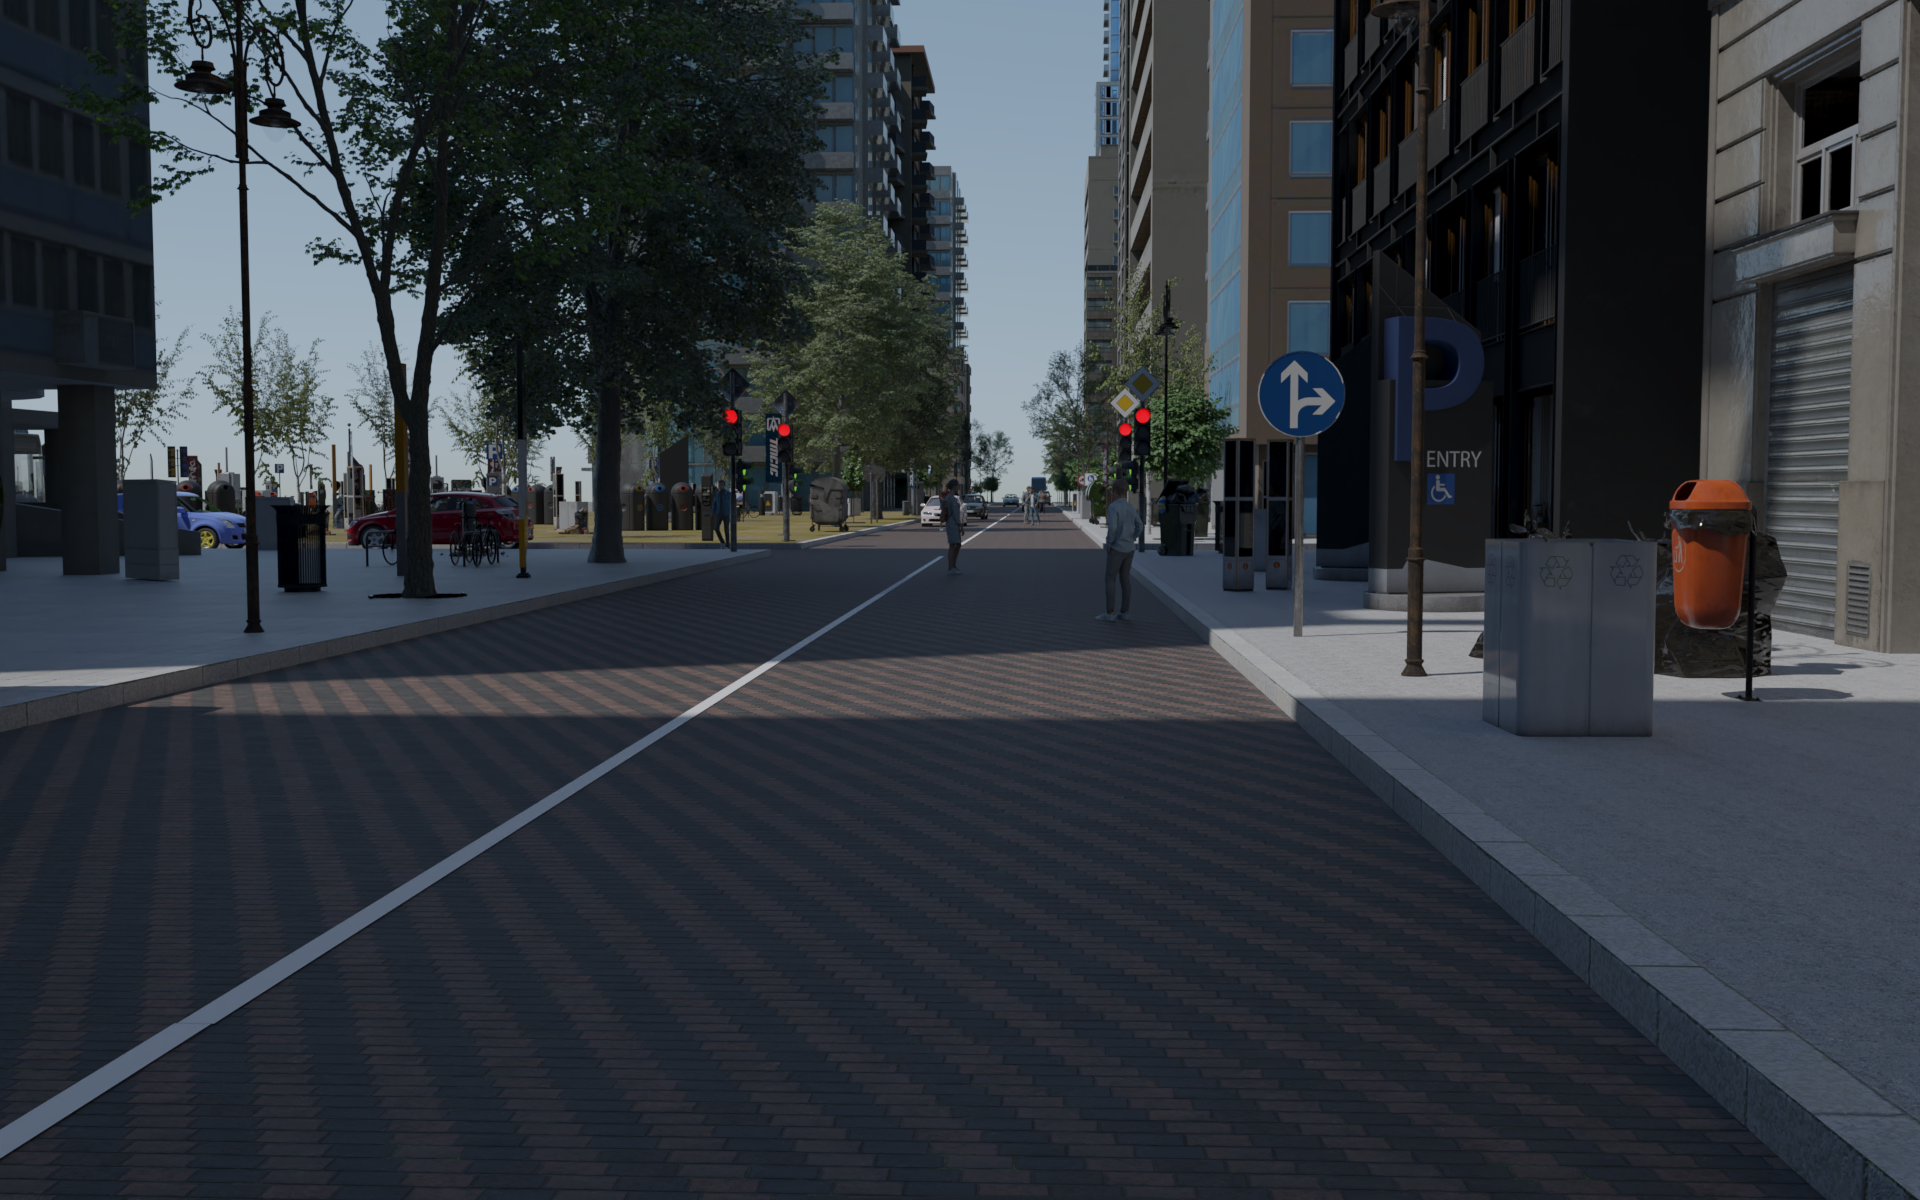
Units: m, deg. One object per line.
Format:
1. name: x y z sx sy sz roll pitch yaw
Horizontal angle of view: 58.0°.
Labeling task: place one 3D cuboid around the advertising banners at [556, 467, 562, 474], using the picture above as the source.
1. advertising banners: -25.953 -6.935 109.579 0.090 3.025 2.074 3 4 37

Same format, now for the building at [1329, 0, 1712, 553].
1. building: 13.226 -12.028 26.330 12.332 23.373 15.834 0 4 3

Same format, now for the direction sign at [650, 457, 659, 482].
1. direction sign: -18.596 -6.941 105.487 0.876 3.537 0.379 3 5 43

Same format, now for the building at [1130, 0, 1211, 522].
1. building: 19.751 -28.335 86.986 21.300 48.544 21.600 0 4 3

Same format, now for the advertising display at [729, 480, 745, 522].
1. advertising display: -10.312 -4.580 80.091 0.974 1.923 0.123 3 5 41

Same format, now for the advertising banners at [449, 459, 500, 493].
1. advertising banners: -18.659 -4.306 66.597 2.074 3.025 0.090 -1 4 -15

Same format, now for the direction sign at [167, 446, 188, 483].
1. direction sign: -36.972 -5.500 81.916 0.876 3.537 0.379 -1 4 -17

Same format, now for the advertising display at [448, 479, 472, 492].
1. advertising display: -21.932 -4.343 76.228 0.123 1.923 0.974 3 5 42

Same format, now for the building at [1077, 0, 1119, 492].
1. building: 29.271 -58.027 261.406 22.319 86.520 31.000 0 4 3

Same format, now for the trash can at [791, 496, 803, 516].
1. trash can: -9.769 -5.635 103.782 0.748 1.137 0.748 0 3 0

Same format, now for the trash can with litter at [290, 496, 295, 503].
1. trash can with litter: -47.159 -6.731 121.440 1.055 1.170 0.624 1 4 12

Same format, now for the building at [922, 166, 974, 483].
1. building: -10.137 -38.739 252.994 23.786 49.044 30.456 0 4 3

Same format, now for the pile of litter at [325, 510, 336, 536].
1. pile of litter: -19.996 -2.430 53.692 1.176 0.858 1.719 -2 4 -24

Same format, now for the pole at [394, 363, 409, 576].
1. pole: -8.726 -2.033 27.077 0.158 3.312 0.155 0 3 0

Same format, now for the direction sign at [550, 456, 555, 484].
1. direction sign: -24.601 -6.892 104.681 0.379 3.537 0.876 -2 4 -30

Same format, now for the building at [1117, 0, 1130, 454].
1. building: 25.109 -45.481 181.872 20.563 71.187 20.611 0 4 3

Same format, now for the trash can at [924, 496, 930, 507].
1. trash can: -2.285 -6.194 112.921 0.748 1.137 0.748 0 3 0

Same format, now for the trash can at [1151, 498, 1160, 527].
1. trash can: 7.806 -3.451 68.072 0.748 1.137 0.748 0 3 0

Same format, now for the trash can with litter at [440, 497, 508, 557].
1. trash can with litter: -10.043 -1.543 36.280 1.678 1.210 2.233 0 4 3

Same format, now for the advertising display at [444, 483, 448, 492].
1. advertising display: -30.225 -5.844 100.767 0.974 1.923 0.123 1 4 10

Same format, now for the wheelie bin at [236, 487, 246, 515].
1. wheelie bin: -32.075 -4.275 77.805 0.980 1.594 0.693 2 4 27

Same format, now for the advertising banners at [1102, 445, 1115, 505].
1. advertising banners: 5.510 -4.052 62.430 0.090 3.025 2.074 2 4 28

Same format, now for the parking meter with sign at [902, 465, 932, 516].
1. parking meter with sign: -2.569 -6.581 103.860 1.738 3.016 0.543 -1 4 -18

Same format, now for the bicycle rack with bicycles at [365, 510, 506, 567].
1. bicycle rack with bicycles: -9.427 -1.118 31.659 2.852 0.926 2.925 0 4 5

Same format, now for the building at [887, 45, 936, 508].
1. building: -13.808 -31.383 167.731 22.147 44.769 28.867 0 4 3

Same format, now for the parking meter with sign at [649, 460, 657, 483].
1. parking meter with sign: -14.814 -5.571 87.353 1.738 3.016 0.543 2 4 30

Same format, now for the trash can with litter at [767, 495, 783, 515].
1. trash can with litter: -11.292 -5.859 106.852 1.678 1.210 2.233 2 4 27

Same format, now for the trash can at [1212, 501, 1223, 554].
1. trash can: 5.804 -1.572 37.361 0.748 1.137 0.748 0 3 0

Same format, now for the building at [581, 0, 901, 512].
1. building: -16.415 -31.676 137.506 23.786 49.044 30.456 0 4 3

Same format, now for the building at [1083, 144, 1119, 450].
1. building: 27.777 -37.426 235.611 21.300 48.544 21.600 0 4 3

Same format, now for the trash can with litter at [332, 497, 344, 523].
1. trash can with litter: -26.299 -3.807 73.632 0.624 1.170 1.055 0 4 -4

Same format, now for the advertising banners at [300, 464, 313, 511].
1. advertising banners: -37.680 -6.344 99.910 0.090 3.025 2.074 0 4 0

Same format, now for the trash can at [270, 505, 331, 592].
1. trash can: -8.656 -0.680 22.772 0.748 1.137 0.748 0 3 0

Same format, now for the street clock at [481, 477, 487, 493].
1. street clock: -20.370 -4.284 74.610 0.471 2.002 0.358 2 4 27

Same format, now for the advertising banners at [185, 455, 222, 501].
1. advertising banners: -33.985 -5.040 78.588 2.074 3.025 0.090 -1 4 -19

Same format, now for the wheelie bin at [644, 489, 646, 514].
1. wheelie bin: -20.487 -6.436 113.138 0.980 1.594 0.693 2 4 31

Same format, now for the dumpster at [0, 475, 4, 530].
1. dumpster: -6.847 -0.463 10.066 1.502 2.255 1.985 0 4 3

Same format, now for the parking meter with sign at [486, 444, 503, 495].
1. parking meter with sign: -15.948 -3.844 59.113 0.543 3.016 1.738 -1 4 -10

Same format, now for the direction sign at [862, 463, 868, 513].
1. direction sign: -6.835 -7.835 120.095 0.876 3.537 0.379 0 4 -1

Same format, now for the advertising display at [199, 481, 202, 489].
1. advertising display: -36.556 -4.746 82.808 0.123 1.923 0.974 0 4 7

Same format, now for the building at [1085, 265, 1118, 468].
1. building: 22.793 -27.331 218.557 14.160 30.474 14.107 0 4 3

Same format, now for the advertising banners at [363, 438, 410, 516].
1. advertising banners: -17.704 -3.515 53.665 0.090 3.025 2.074 3 4 38

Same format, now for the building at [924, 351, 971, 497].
1. building: -12.920 -23.197 224.310 27.650 21.520 28.899 0 4 3

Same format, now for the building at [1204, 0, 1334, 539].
1. building: 15.550 -24.735 54.526 14.200 45.320 14.600 0 4 3

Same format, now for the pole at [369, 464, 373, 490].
1. pole: -40.274 -7.619 118.409 0.158 3.312 0.155 0 3 0

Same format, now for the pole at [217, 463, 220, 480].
1. pole: -47.974 -7.238 112.182 0.158 3.312 0.155 0 3 0

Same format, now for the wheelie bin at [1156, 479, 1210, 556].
1. wheelie bin: 4.552 -1.718 35.995 0.980 1.594 0.693 -3 5 -43

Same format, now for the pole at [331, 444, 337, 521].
1. pole: -25.646 -4.719 70.993 0.158 3.312 0.155 0 3 0

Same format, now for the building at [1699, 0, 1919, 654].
1. building: 14.201 -10.368 2.798 16.112 22.955 30.059 0 4 3

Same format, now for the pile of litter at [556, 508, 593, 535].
1. pile of litter: -12.359 -2.539 55.475 1.176 0.858 1.719 -1 4 -15

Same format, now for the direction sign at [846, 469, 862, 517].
1. direction sign: -6.125 -6.459 97.605 0.876 3.537 0.379 -1 4 -19

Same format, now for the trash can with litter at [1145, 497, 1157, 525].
1. trash can with litter: 7.856 -3.671 71.405 0.624 1.170 1.055 -1 4 -18

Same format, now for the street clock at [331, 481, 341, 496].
1. street clock: -33.969 -5.487 94.288 0.471 2.002 0.358 -3 5 -44

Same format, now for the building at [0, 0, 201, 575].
1. building: -25.057 -20.166 21.600 23.993 40.220 32.217 0 4 3

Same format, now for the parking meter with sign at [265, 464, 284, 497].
1. parking meter with sign: -39.719 -6.344 99.978 1.738 3.016 0.543 3 4 37

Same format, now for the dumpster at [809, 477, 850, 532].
1. dumpster: -4.467 -3.262 59.089 1.264 1.857 1.865 0 4 3
